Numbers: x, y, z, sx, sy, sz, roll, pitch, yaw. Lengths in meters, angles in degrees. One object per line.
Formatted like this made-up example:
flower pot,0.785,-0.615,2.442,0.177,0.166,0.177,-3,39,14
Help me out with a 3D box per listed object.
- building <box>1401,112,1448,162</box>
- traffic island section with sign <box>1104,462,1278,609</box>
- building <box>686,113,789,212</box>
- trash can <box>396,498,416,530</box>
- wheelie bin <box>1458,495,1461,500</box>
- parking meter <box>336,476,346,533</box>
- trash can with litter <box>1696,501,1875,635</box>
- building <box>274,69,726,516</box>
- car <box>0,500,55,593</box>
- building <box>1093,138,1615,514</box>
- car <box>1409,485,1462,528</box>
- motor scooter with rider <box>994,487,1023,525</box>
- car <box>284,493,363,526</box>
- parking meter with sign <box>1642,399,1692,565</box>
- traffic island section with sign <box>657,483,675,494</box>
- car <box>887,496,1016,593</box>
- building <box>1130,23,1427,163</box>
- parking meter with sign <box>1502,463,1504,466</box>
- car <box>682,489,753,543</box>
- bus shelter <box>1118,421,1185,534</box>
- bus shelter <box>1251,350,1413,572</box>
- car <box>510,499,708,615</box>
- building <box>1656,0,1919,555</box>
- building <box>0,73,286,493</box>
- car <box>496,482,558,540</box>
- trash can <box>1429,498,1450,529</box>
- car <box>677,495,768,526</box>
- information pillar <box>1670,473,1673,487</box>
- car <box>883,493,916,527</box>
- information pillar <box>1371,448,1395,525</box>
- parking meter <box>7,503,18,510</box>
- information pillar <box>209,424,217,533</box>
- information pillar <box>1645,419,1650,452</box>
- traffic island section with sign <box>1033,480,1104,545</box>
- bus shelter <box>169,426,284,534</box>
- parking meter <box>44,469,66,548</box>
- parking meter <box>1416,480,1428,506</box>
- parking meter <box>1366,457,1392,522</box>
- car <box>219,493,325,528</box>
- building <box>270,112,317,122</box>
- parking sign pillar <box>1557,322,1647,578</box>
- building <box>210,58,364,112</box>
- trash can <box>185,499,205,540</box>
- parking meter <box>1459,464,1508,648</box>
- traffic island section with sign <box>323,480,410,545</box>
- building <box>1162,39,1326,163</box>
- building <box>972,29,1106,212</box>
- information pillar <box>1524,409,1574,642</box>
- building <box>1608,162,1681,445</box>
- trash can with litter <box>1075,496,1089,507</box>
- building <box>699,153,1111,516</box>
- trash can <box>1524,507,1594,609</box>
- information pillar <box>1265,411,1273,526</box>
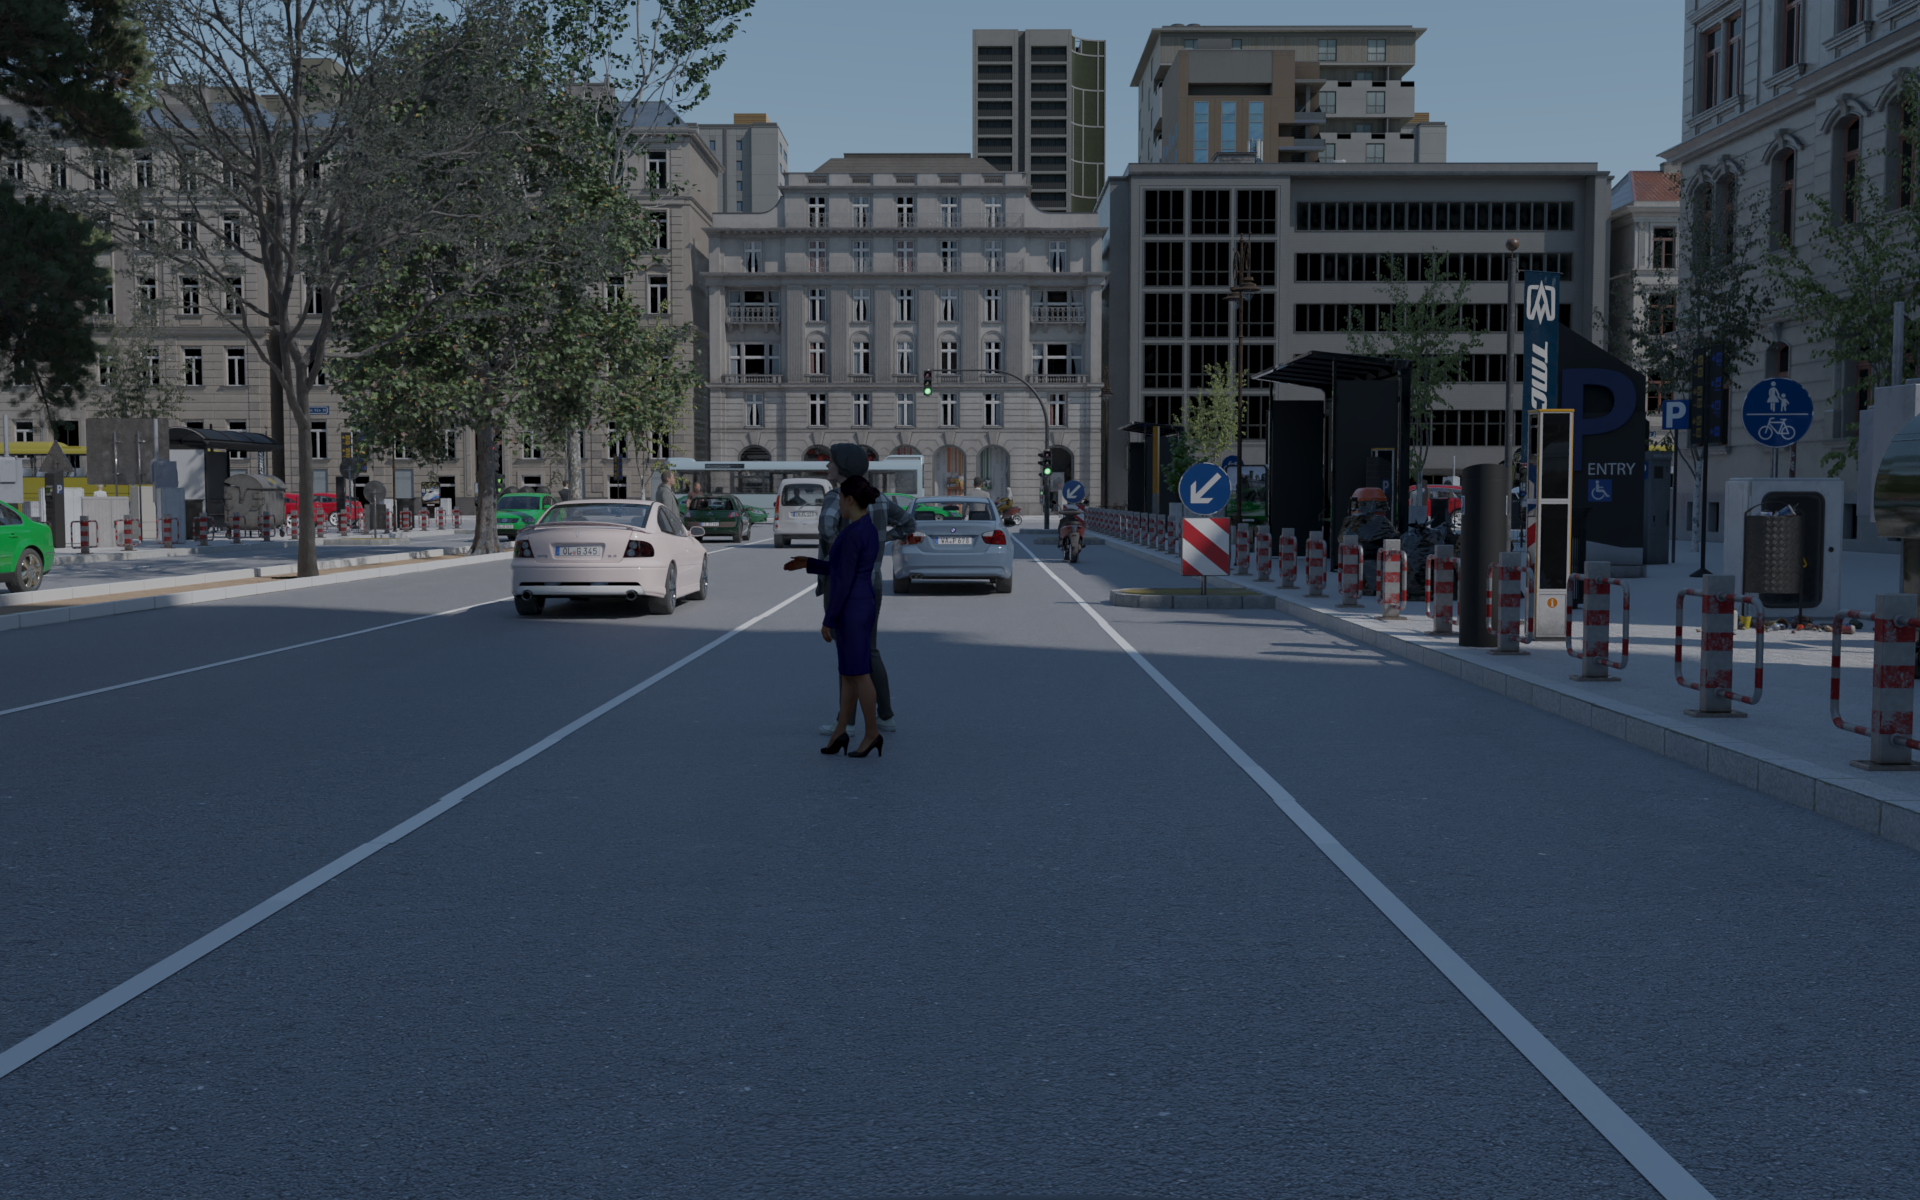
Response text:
building,58.602,-44.540,270.220,28.212,58.520,21.231,0,4,0
traffic island section with sign,2.980,-0.852,22.558,1.989,1.847,2.006,0,4,0
building,-41.095,-44.573,270.772,28.212,58.520,21.231,0,4,0
trash can,-19.670,-3.046,61.452,0.748,1.137,0.748,0,3,0
wheelie bin,12.773,-2.128,42.701,0.980,1.594,0.693,2,4,31
parking meter,-20.389,-3.140,57.043,0.255,1.863,0.399,-1,4,-12
trash can with litter,8.064,-0.317,16.237,2.233,1.210,1.678,1,4,18
building,-27.870,-18.967,107.368,25.104,27.353,12.463,0,4,0
car,-14.120,-0.886,23.282,1.959,1.807,4.718,0,4,1
building,23.870,-17.734,109.025,30.058,24.678,14.314,0,4,0
car,18.611,-3.793,70.684,5.304,1.827,2.281,0,4,-1
motor scooter with rider,1.965,-4.315,79.508,1.986,1.779,0.876,0,4,2
car,-28.824,-4.151,76.915,4.494,1.783,2.155,0,4,1
parking meter with sign,12.593,-2.164,31.646,1.738,3.016,0.543,-2,4,-35
traffic island section with sign,-10.902,-3.392,63.598,2.006,1.907,1.989,0,4,0
car,-0.128,-0.873,26.277,2.014,1.417,4.499,0,4,-1
building,34.477,-36.975,193.773,28.713,52.752,27.495,0,4,0
parking meter with sign,27.510,-5.748,90.238,1.738,3.016,0.543,2,4,31
car,-7.299,-2.591,52.154,2.009,1.686,4.222,0,4,-1
bus shelter,6.491,-4.142,59.013,1.731,3.624,6.357,0,4,0
bus shelter,6.619,-2.454,31.408,1.731,3.624,6.357,0,4,0
car,-4.347,-0.585,21.929,2.083,1.381,4.827,0,4,-1
building,26.079,-15.258,36.854,14.401,28.519,23.554,0,4,0
building,-53.010,-18.986,107.677,25.104,27.353,12.463,0,4,0
car,-13.384,-2.719,53.245,1.959,1.807,4.718,0,4,1
trash can,16.519,-2.937,59.666,0.748,1.137,0.748,0,3,0
car,-10.874,-3.924,75.948,4.920,1.459,2.131,0,4,2
information pillar,24.888,-3.415,60.328,0.304,2.012,0.304,-3,4,-38
car,-2.238,-3.511,66.200,4.718,1.807,1.959,0,4,0
information pillar,6.778,-1.427,27.816,0.304,2.012,0.304,0,4,0
parking meter,-32.465,-3.278,59.306,0.255,1.863,0.399,0,4,-1
information pillar,-24.939,-4.064,57.807,0.183,3.616,0.504,-1,4,-18
information pillar,18.124,-3.359,46.270,0.504,3.616,0.183,3,4,37
traffic island section with sign,3.114,-2.521,49.842,1.989,1.847,2.006,0,4,0
bus shelter,-23.371,-3.708,54.550,2.014,3.302,5.546,0,4,0
parking meter,-21.409,-2.156,40.969,0.255,1.863,0.399,1,4,11
parking meter,16.931,-3.531,63.435,0.399,1.863,0.255,1,4,11
parking meter,6.605,-1.321,27.312,0.399,1.863,0.255,-3,5,-42
car,-27.884,-3.702,69.570,4.494,1.783,2.155,0,4,2
building,-49.071,-29.139,168.300,32.217,40.220,23.993,0,4,0
parking sign pillar,9.943,-2.351,26.906,1.447,3.967,1.447,1,4,18
building,-72.442,-35.107,197.702,21.600,48.544,21.300,0,4,0
trash can,-21.541,-2.256,48.535,0.748,1.137,0.748,0,3,0
parking meter,4.409,-0.378,14.594,0.372,1.533,0.369,0,3,0
traffic island section with sign,-16.858,-2.499,49.482,1.989,1.847,2.006,0,4,0
building,27.660,-31.935,172.253,14.600,45.320,14.200,0,4,0
building,12.207,-50.868,269.947,20.611,71.187,20.563,0,4,0
information pillar,5.145,-0.651,15.144,0.304,2.012,0.304,0,4,0
building,49.615,-16.590,107.405,21.152,22.565,11.583,0,4,0
trash can with litter,6.618,-5.130,95.258,0.624,1.170,1.055,-3,4,-39
building,-3.194,-16.271,107.828,24.055,21.916,13.314,0,4,0
trash can,6.711,-0.477,19.452,0.748,1.137,0.748,0,3,0
information pillar,8.714,-3.514,48.809,0.183,3.616,0.504,2,4,28
